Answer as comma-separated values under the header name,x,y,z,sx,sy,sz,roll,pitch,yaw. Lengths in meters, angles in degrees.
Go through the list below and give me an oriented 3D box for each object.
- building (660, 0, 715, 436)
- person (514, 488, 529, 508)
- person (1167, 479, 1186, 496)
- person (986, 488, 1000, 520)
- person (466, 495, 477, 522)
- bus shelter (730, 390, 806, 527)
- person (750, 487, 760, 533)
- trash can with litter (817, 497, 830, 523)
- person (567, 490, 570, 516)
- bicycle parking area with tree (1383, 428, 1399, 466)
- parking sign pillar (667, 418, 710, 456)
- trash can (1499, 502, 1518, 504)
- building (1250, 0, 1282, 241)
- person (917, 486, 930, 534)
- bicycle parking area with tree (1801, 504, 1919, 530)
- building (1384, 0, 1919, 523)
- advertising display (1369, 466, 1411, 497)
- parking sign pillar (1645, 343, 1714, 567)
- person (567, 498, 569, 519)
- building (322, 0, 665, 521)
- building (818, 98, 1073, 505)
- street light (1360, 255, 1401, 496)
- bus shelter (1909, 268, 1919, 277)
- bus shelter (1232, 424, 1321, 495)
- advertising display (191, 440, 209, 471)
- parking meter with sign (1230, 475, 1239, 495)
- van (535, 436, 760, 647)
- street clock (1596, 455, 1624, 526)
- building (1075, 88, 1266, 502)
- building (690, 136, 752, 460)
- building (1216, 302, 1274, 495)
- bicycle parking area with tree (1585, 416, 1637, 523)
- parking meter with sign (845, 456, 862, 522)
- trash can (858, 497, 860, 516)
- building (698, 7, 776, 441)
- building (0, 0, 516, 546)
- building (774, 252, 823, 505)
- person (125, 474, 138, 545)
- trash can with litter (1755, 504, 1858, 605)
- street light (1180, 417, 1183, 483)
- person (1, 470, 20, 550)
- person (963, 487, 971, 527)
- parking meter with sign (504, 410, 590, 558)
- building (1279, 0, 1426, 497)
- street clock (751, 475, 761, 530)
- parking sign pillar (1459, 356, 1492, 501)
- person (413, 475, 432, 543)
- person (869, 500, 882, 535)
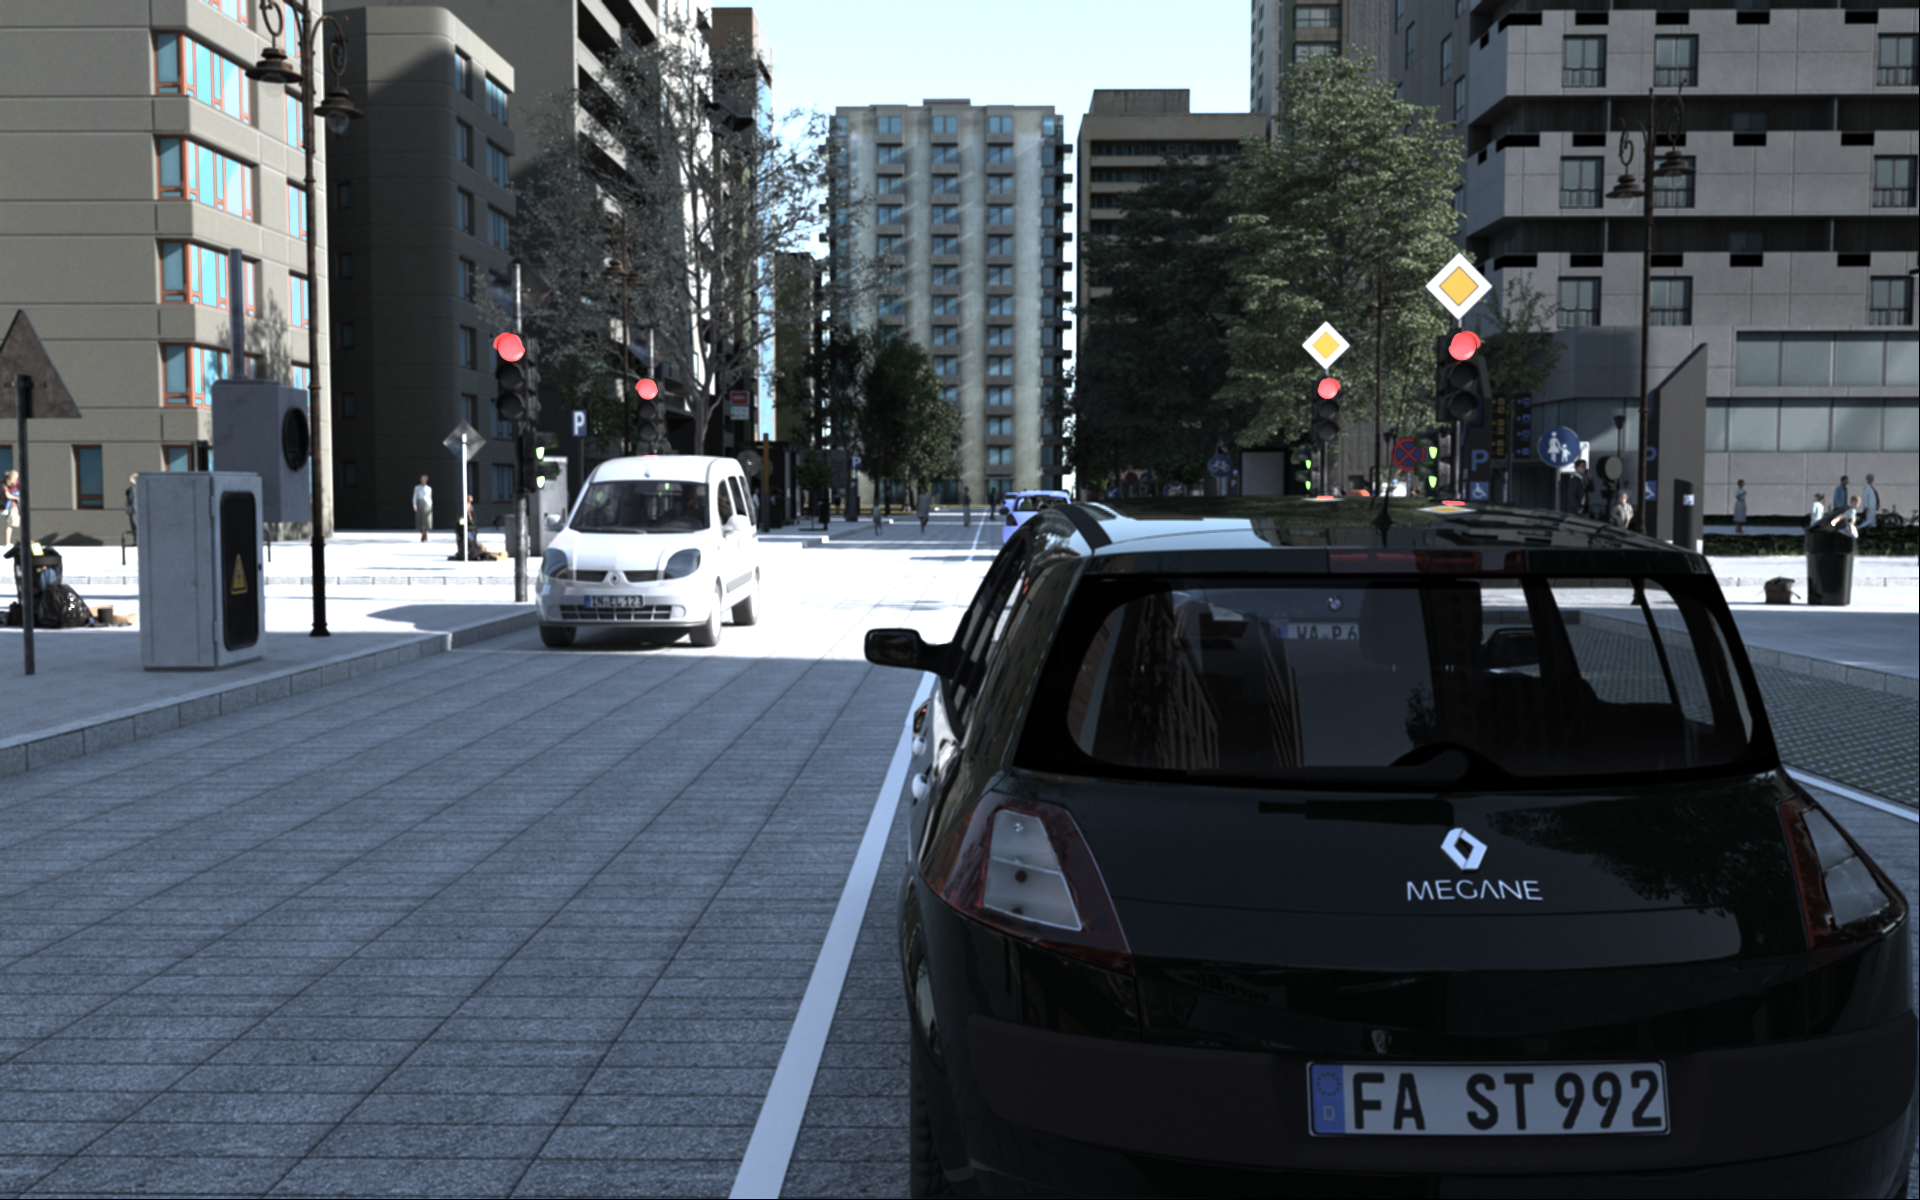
name,x,y,z,sx,sy,sz,roll,pitch,yaw
building,-31.877,-32.318,117.639,28.713,52.752,27.495,0,4,1
person,-15.818,-3.433,62.373,0.606,1.804,0.583,-2,4,-29
person,5.839,-2.345,46.812,0.622,1.834,0.822,-2,4,-30
person,1.810,-5.240,94.526,0.721,1.781,0.623,1,4,18
person,-14.679,-2.519,51.891,0.373,1.253,0.362,0,4,0
bus shelter,-7.770,-5.640,69.849,2.179,5.291,8.768,0,4,1
person,-6.743,-2.961,57.057,0.523,1.515,0.503,-3,4,-37
trash can with litter,-6.083,-3.967,76.249,0.624,1.170,1.055,-1,4,-18
person,-17.456,-4.279,76.751,0.760,1.731,0.466,0,4,0
bicycle parking area with tree,19.579,-5.576,78.165,9.016,4.147,8.231,2,4,24
parking sign pillar,-8.726,-4.111,55.681,1.447,3.967,1.447,0,4,7
trash can,9.423,-1.154,30.519,0.748,1.137,0.748,0,3,0
building,46.593,-47.165,209.399,20.611,71.187,20.563,0,4,1
person,-1.325,-3.225,61.982,0.466,1.731,0.760,-1,4,-18
bicycle parking area with tree,31.743,-4.221,56.021,9.016,4.147,8.231,3,4,36
building,38.287,-30.524,88.304,28.713,52.752,27.495,0,4,1
advertising display,9.825,-2.101,39.563,0.974,1.923,0.123,-1,4,-12
parking sign pillar,12.658,-2.588,30.791,1.447,3.967,1.447,-2,4,-31
person,-13.741,-3.287,59.961,0.728,1.800,0.709,-1,4,-16
building,-27.928,-28.445,88.784,21.300,48.544,21.600,0,4,1
building,-1.638,-36.254,212.362,30.456,49.044,23.786,0,4,1
street light,8.152,-3.729,33.758,0.468,5.910,1.993,0,4,1
bus shelter,10.785,-1.465,15.233,1.731,3.624,6.357,0,4,1
bus shelter,9.637,-3.588,52.583,2.014,3.302,5.546,0,4,1
advertising display,-9.224,-0.969,21.056,0.123,1.923,0.974,-2,4,-28
parking meter with sign,11.156,-4.473,69.389,1.738,3.016,0.543,-3,5,-42
van,-3.068,-0.645,17.558,2.013,2.044,4.112,0,4,1
street clock,12.203,-1.712,32.567,0.471,2.002,0.358,-2,4,-24
building,24.829,-35.906,210.767,21.600,48.544,21.300,0,4,1
building,-24.805,-22.514,139.799,14.160,30.474,14.107,0,4,1
building,37.976,-18.680,150.462,27.650,21.520,28.899,0,4,1
bicycle parking area with tree,21.790,-4.742,64.526,8.231,4.147,9.016,2,4,29
parking meter with sign,-5.007,-5.154,80.530,0.543,3.016,1.738,-1,4,-17
trash can,-6.135,-5.458,100.889,0.748,1.137,0.748,0,3,0
building,-24.894,-31.081,158.292,14.200,45.320,14.600,0,4,1
building,-32.172,-12.933,56.494,27.650,21.520,28.899,0,4,1
building,-24.014,-26.682,207.949,14.107,30.474,14.160,0,4,1
person,-19.837,-2.162,41.809,0.534,1.772,0.576,-1,4,-14
trash can with litter,9.819,-0.532,20.080,1.055,1.170,0.624,2,4,29
street light,8.762,-5.860,68.593,0.468,5.910,1.993,0,4,1
person,-21.778,-2.064,39.759,0.580,1.828,0.573,1,4,19
person,0.319,-4.068,75.560,0.362,1.759,0.519,1,4,9
parking meter with sign,-8.437,-2.391,35.360,1.738,3.016,0.543,-3,5,-44
building,30.494,-27.180,127.987,14.154,41.232,14.086,0,4,1
street clock,-7.341,-3.532,62.321,0.358,2.002,0.471,0,4,5
parking sign pillar,9.910,-2.741,33.288,1.447,3.967,1.447,1,4,10
person,-14.266,-2.431,46.022,0.478,1.798,0.641,-1,4,-11
person,-2.951,-2.877,60.558,0.505,1.210,0.382,1,4,10
